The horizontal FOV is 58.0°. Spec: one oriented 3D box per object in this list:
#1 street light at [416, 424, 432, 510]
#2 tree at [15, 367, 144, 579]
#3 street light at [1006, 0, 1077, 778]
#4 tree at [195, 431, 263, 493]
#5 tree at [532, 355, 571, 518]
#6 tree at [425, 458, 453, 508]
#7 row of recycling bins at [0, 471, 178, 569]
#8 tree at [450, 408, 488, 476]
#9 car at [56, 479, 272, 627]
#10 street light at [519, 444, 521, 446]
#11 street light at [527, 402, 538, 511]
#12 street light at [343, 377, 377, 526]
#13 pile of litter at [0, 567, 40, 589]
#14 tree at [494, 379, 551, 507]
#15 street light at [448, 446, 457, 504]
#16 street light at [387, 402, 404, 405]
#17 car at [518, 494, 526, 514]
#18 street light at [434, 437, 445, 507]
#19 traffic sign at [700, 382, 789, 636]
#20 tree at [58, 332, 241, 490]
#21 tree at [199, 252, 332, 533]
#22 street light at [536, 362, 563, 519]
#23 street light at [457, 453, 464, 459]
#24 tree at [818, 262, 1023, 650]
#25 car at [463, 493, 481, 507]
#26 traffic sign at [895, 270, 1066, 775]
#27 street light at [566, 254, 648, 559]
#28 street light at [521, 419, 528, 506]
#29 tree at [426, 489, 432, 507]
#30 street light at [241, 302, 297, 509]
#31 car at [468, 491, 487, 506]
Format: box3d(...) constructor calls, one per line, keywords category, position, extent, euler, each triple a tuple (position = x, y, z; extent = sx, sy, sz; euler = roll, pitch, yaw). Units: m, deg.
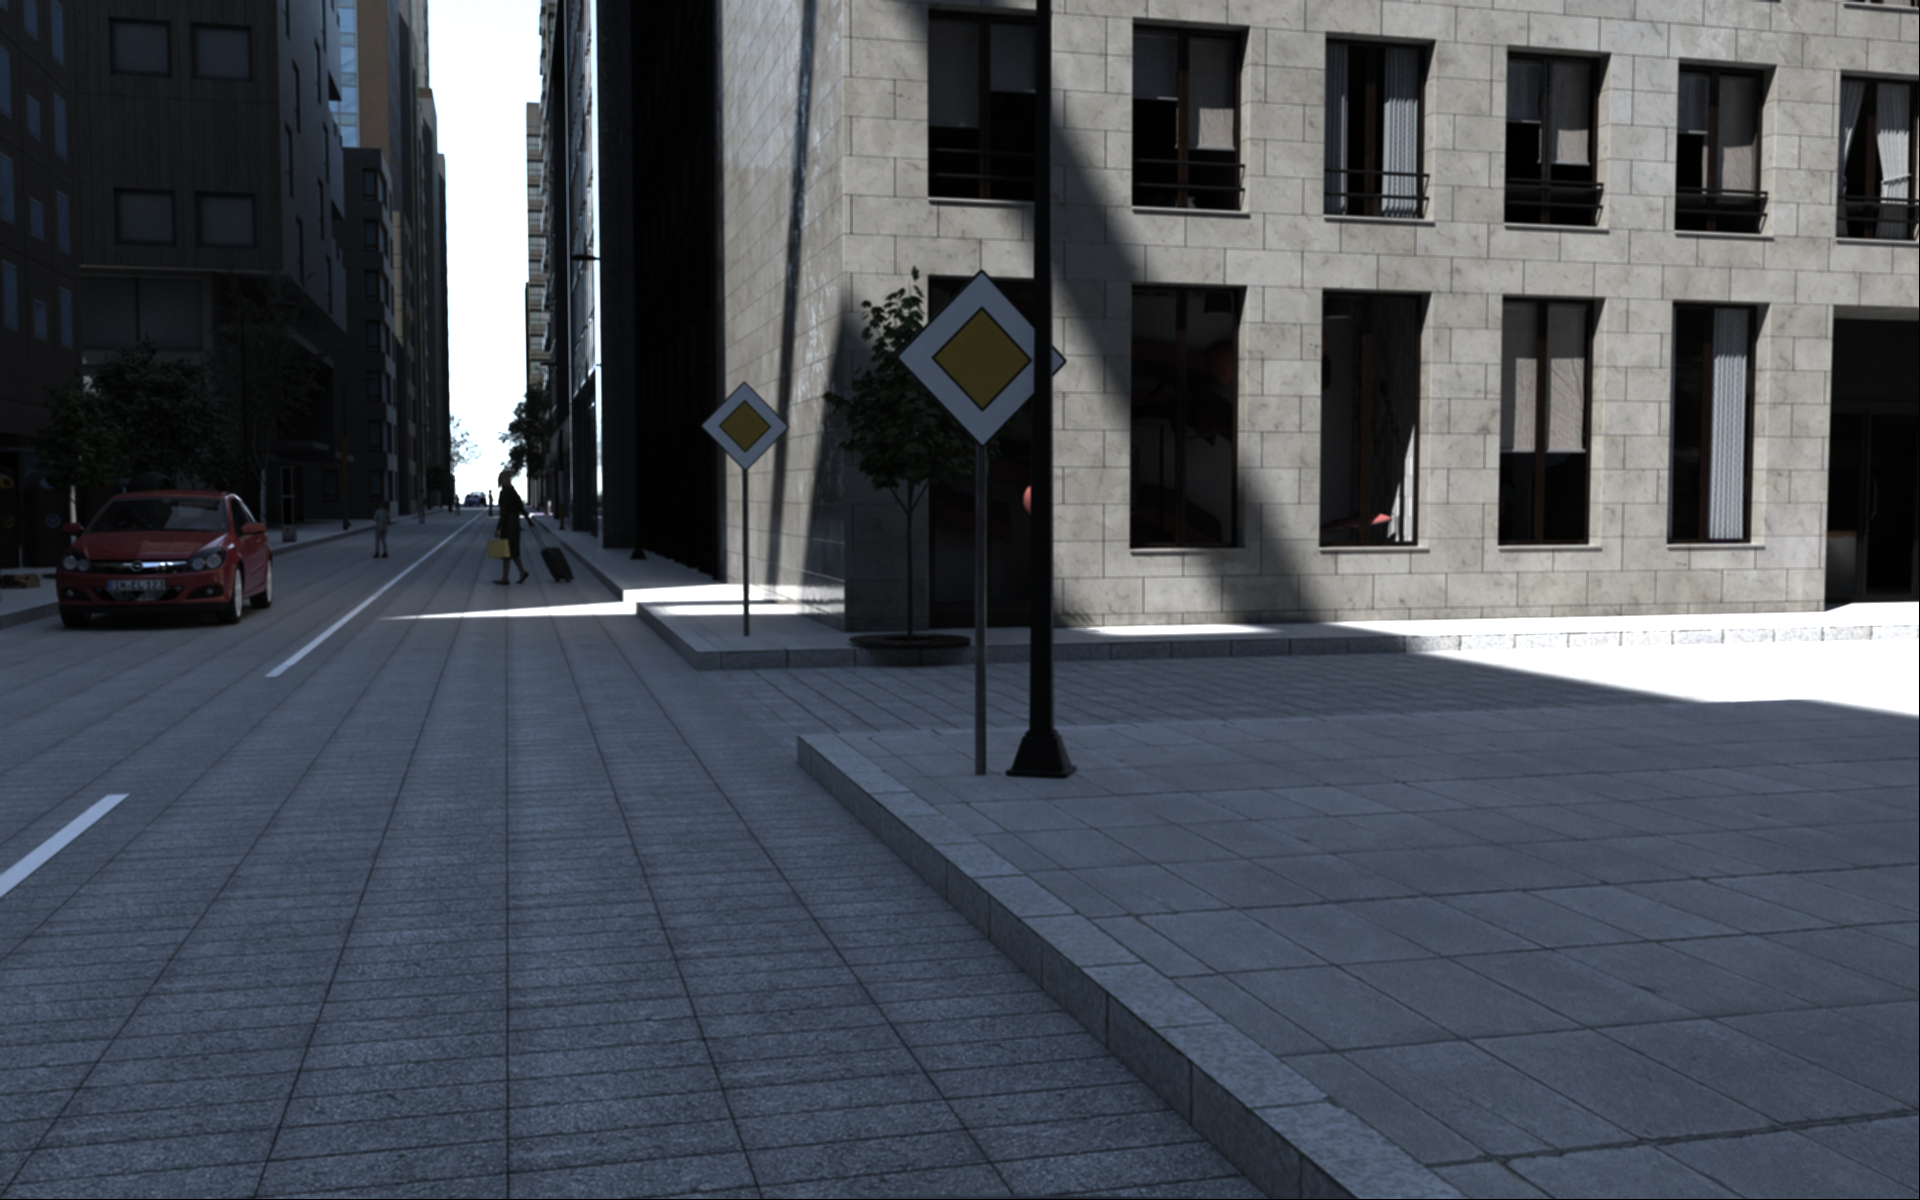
box3d(category="street light", position=(-35.936, -8.700, 114.786), extent=(1.470, 5.913, 1.316), euler=(-1, 4, -15))
box3d(category="tree", position=(-13.510, -1.952, 26.511), extent=(1.663, 3.219, 1.824), euler=(0, 3, 0))
box3d(category="street light", position=(-0.149, -2.148, 7.665), extent=(1.470, 5.913, 1.316), euler=(-1, 4, -15))
box3d(category="tree", position=(-20.251, -3.228, 47.382), extent=(1.663, 3.219, 1.824), euler=(0, 3, 0))
box3d(category="tree", position=(-20.724, -8.652, 91.827), extent=(4.360, 8.622, 3.978), euler=(0, 3, 0))
box3d(category="tree", position=(-48.314, -10.731, 159.171), extent=(4.285, 4.588, 4.351), euler=(0, 3, 0))
box3d(category="row of recycling bins", position=(-15.817, -1.452, 30.845), extent=(3.534, 1.692, 1.069), euler=(-3, 5, -44))
box3d(category="tree", position=(-70.368, -20.116, 239.267), extent=(12.009, 13.543, 11.850), euler=(0, 3, 0))
box3d(category="car", position=(-9.176, -0.682, 20.187), extent=(2.155, 1.783, 4.494), euler=(-1, 4, -15))
box3d(category="street light", position=(-33.368, -9.909, 134.549), extent=(1.470, 5.913, 1.316), euler=(-1, 4, -15))
box3d(category="street light", position=(-21.094, -7.065, 88.049), extent=(1.470, 5.913, 1.316), euler=(-1, 4, -15))
box3d(category="street light", position=(-23.870, -5.891, 68.860), extent=(1.470, 5.913, 1.316), euler=(-1, 4, -15))
box3d(category="pile of litter", position=(-13.406, -0.612, 23.974), extent=(1.176, 0.858, 1.719), euler=(-2, 4, -35))
box3d(category="tree", position=(-41.548, -15.604, 172.126), extent=(9.611, 12.733, 9.660), euler=(0, 3, 0))
box3d(category="street light", position=(-49.948, -11.977, 168.364), extent=(1.470, 5.913, 1.316), euler=(-1, 4, -15))
box3d(category="street light", position=(-28.870, -7.048, 87.780), extent=(1.470, 5.913, 1.316), euler=(-1, 4, -15))
box3d(category="car", position=(-32.984, -7.170, 127.460), extent=(2.015, 1.641, 3.980), euler=(-1, 4, -13))
box3d(category="street light", position=(-42.887, -10.342, 141.638), extent=(1.470, 5.913, 1.316), euler=(-1, 4, -15))
box3d(category="traffic sign", position=(-1.933, -0.731, 15.588), extent=(0.795, 2.450, 0.064), euler=(-1, 4, -15))
box3d(category="tree", position=(-16.452, -3.152, 35.249), extent=(4.285, 4.588, 4.351), euler=(0, 3, 0))
box3d(category="tree", position=(-21.485, -6.293, 53.259), extent=(4.360, 8.622, 3.978), euler=(0, 3, 0))
box3d(category="street light", position=(-14.086, -5.423, 61.211), extent=(1.470, 5.913, 1.316), euler=(-1, 4, -15))
box3d(category="street light", position=(-57.060, -13.621, 195.237), extent=(1.470, 5.913, 1.316), euler=(-1, 4, -15))
box3d(category="tree", position=(-0.414, -1.220, 14.542), extent=(1.663, 3.219, 1.824), euler=(0, 3, 0))
box3d(category="car", position=(-55.494, -11.458, 196.931), extent=(1.945, 1.707, 3.694), euler=(-1, 4, -15))
box3d(category="traffic sign", position=(0.091, -0.258, 7.863), extent=(0.795, 2.450, 0.064), euler=(-1, 4, -15))
box3d(category="street light", position=(-6.862, -3.748, 33.820), extent=(1.470, 5.913, 1.316), euler=(-1, 4, -15))
box3d(category="street light", position=(-26.234, -8.245, 107.348), extent=(1.470, 5.913, 1.316), euler=(-1, 4, -15))
box3d(category="tree", position=(-51.453, -10.512, 166.477), extent=(1.663, 3.219, 1.824), euler=(0, 3, 0))
box3d(category="street light", position=(-16.760, -4.248, 41.997), extent=(1.470, 5.913, 1.316), euler=(-1, 4, -15))
box3d(category="car", position=(-56.186, -11.807, 201.714), extent=(2.281, 1.827, 5.304), euler=(-1, 4, -14))
